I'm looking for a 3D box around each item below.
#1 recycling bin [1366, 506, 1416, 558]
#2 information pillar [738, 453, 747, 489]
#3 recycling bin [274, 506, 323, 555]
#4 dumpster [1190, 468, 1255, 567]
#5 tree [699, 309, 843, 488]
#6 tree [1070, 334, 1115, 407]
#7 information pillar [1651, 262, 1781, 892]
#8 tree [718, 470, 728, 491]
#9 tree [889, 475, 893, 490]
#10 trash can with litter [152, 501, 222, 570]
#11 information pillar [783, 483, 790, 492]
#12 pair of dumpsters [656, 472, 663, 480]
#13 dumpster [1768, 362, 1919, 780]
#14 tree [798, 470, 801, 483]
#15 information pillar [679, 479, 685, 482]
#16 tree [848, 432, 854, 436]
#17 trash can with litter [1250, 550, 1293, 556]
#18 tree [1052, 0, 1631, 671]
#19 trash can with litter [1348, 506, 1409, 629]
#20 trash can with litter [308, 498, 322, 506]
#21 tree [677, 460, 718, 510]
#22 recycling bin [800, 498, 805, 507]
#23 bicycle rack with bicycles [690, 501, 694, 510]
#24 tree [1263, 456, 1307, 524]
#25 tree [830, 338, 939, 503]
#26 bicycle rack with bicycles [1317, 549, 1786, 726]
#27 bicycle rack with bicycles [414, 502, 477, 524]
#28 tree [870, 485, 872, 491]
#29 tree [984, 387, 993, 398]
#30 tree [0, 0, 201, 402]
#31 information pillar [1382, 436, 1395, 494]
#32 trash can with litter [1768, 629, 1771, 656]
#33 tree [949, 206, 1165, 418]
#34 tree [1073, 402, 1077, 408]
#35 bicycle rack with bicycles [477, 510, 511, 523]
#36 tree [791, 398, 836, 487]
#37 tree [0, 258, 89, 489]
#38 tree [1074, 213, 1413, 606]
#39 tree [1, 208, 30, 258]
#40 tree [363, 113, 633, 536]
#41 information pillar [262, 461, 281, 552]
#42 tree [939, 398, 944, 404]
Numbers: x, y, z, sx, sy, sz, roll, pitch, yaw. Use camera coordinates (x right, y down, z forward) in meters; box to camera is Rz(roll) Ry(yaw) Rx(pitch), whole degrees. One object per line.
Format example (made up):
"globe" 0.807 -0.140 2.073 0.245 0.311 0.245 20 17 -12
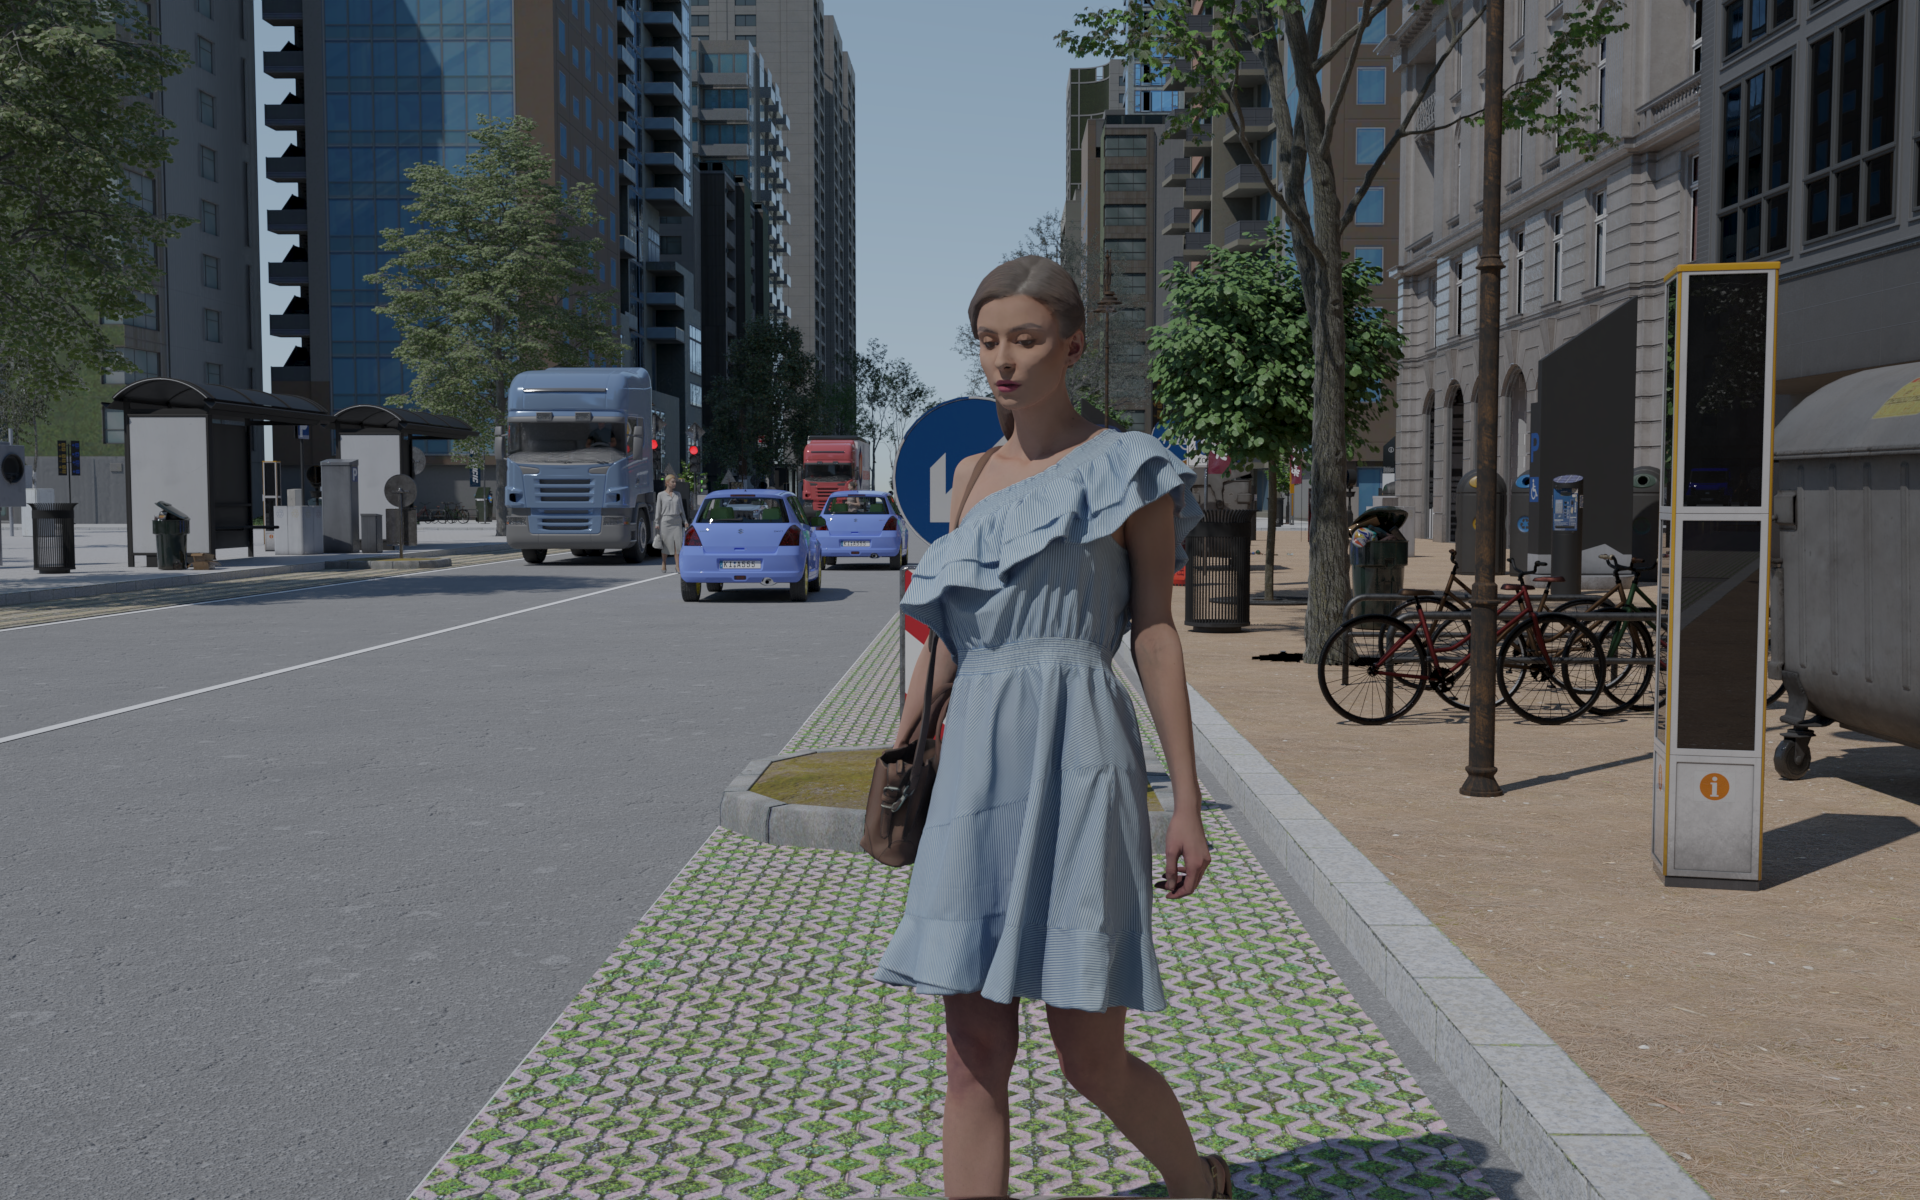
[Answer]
"recycling bin" 8.736 -1.382 35.150 0.722 1.027 0.722 -2 4 -29
"information pillar" -12.476 -6.607 99.384 0.504 3.616 0.183 -1 4 -11
"recycling bin" -14.025 -1.479 36.735 0.722 1.027 0.722 1 4 15
"dumpster" 4.306 -1.452 29.499 1.264 1.857 1.865 0 4 1
"tree" -11.763 -11.637 107.267 9.611 12.733 9.660 0 3 0
"tree" 5.514 -11.238 101.870 7.486 12.596 7.792 0 3 0
"information pillar" 2.475 -0.074 5.698 0.304 2.012 0.304 1 4 14
"tree" -19.234 -8.854 139.365 1.663 3.219 1.824 0 3 0
"tree" -9.062 -16.849 259.188 4.285 4.588 4.351 0 3 0
"trash can with litter" -13.089 -1.098 29.333 1.055 1.170 0.624 0 4 -6
"information pillar" -11.523 -6.764 115.083 0.304 2.012 0.304 3 5 40
"pair of dumpsters" -13.263 -4.432 74.959 1.574 2.255 4.437 0 4 1
"dumpster" 4.227 -0.076 7.009 1.264 1.857 1.865 0 4 1
"tree" -11.362 -9.478 138.673 4.285 4.588 4.351 0 3 0
"information pillar" -15.261 -5.518 94.703 0.304 2.012 0.304 2 4 26
"tree" -11.263 -13.847 176.758 4.360 8.622 3.978 0 3 0
"trash can with litter" 5.860 -1.552 36.439 2.233 1.210 1.678 1 4 19
"tree" 2.653 -5.329 12.886 9.928 11.665 9.643 0 3 0
"trash can with litter" 3.881 -0.324 16.677 0.624 1.170 1.055 -1 4 -10
"trash can with litter" -17.325 -2.185 47.114 0.624 1.170 1.055 -3 4 -38
"tree" -12.976 -5.480 84.203 1.663 3.219 1.824 0 3 0
"recycling bin" -11.229 -6.981 126.686 0.722 1.027 0.722 2 4 35
"bicycle rack with bicycles" -13.267 -4.543 87.663 2.925 0.926 2.852 -1 4 -12
"tree" 13.626 -4.841 73.748 1.663 3.219 1.824 0 3 0
"tree" -9.517 -21.520 207.739 12.611 20.169 13.585 0 3 0
"bicycle rack with bicycles" 3.538 0.176 10.502 2.925 0.926 2.852 0 4 6
"bicycle rack with bicycles" -22.266 -3.794 75.406 2.925 0.926 2.852 3 4 36
"tree" -10.139 -11.647 185.032 1.663 3.219 1.824 0 3 0
"tree" 6.243 -15.291 156.661 9.857 13.997 8.962 0 3 0
"tree" -13.689 -6.383 22.493 7.486 12.596 7.792 0 3 0
"information pillar" 17.338 -4.809 69.980 0.504 3.616 0.183 2 4 26
"trash can with litter" 7.077 -0.174 13.908 1.678 1.210 2.233 -1 4 -14
"tree" 4.486 -10.071 75.034 12.009 13.543 11.850 0 3 0
"tree" 4.107 -8.214 84.665 4.360 8.622 3.978 0 3 0
"bicycle rack with bicycles" -13.400 -2.521 54.606 2.852 0.926 2.925 0 4 -4
"tree" -11.128 -10.878 128.212 4.737 8.622 4.395 0 3 0
"tree" -30.641 -6.501 56.660 4.360 8.622 3.978 0 3 0
"tree" 3.643 -2.241 20.354 4.285 4.588 4.351 0 3 0
"tree" -22.871 -5.481 39.981 4.360 8.622 3.978 0 3 0
"tree" -13.746 -8.179 51.862 7.486 12.596 7.792 0 3 0
"information pillar" -15.365 -2.093 38.712 0.304 2.012 0.304 0 4 -4
"tree" -7.740 -23.335 237.411 12.611 20.169 13.585 0 3 0
